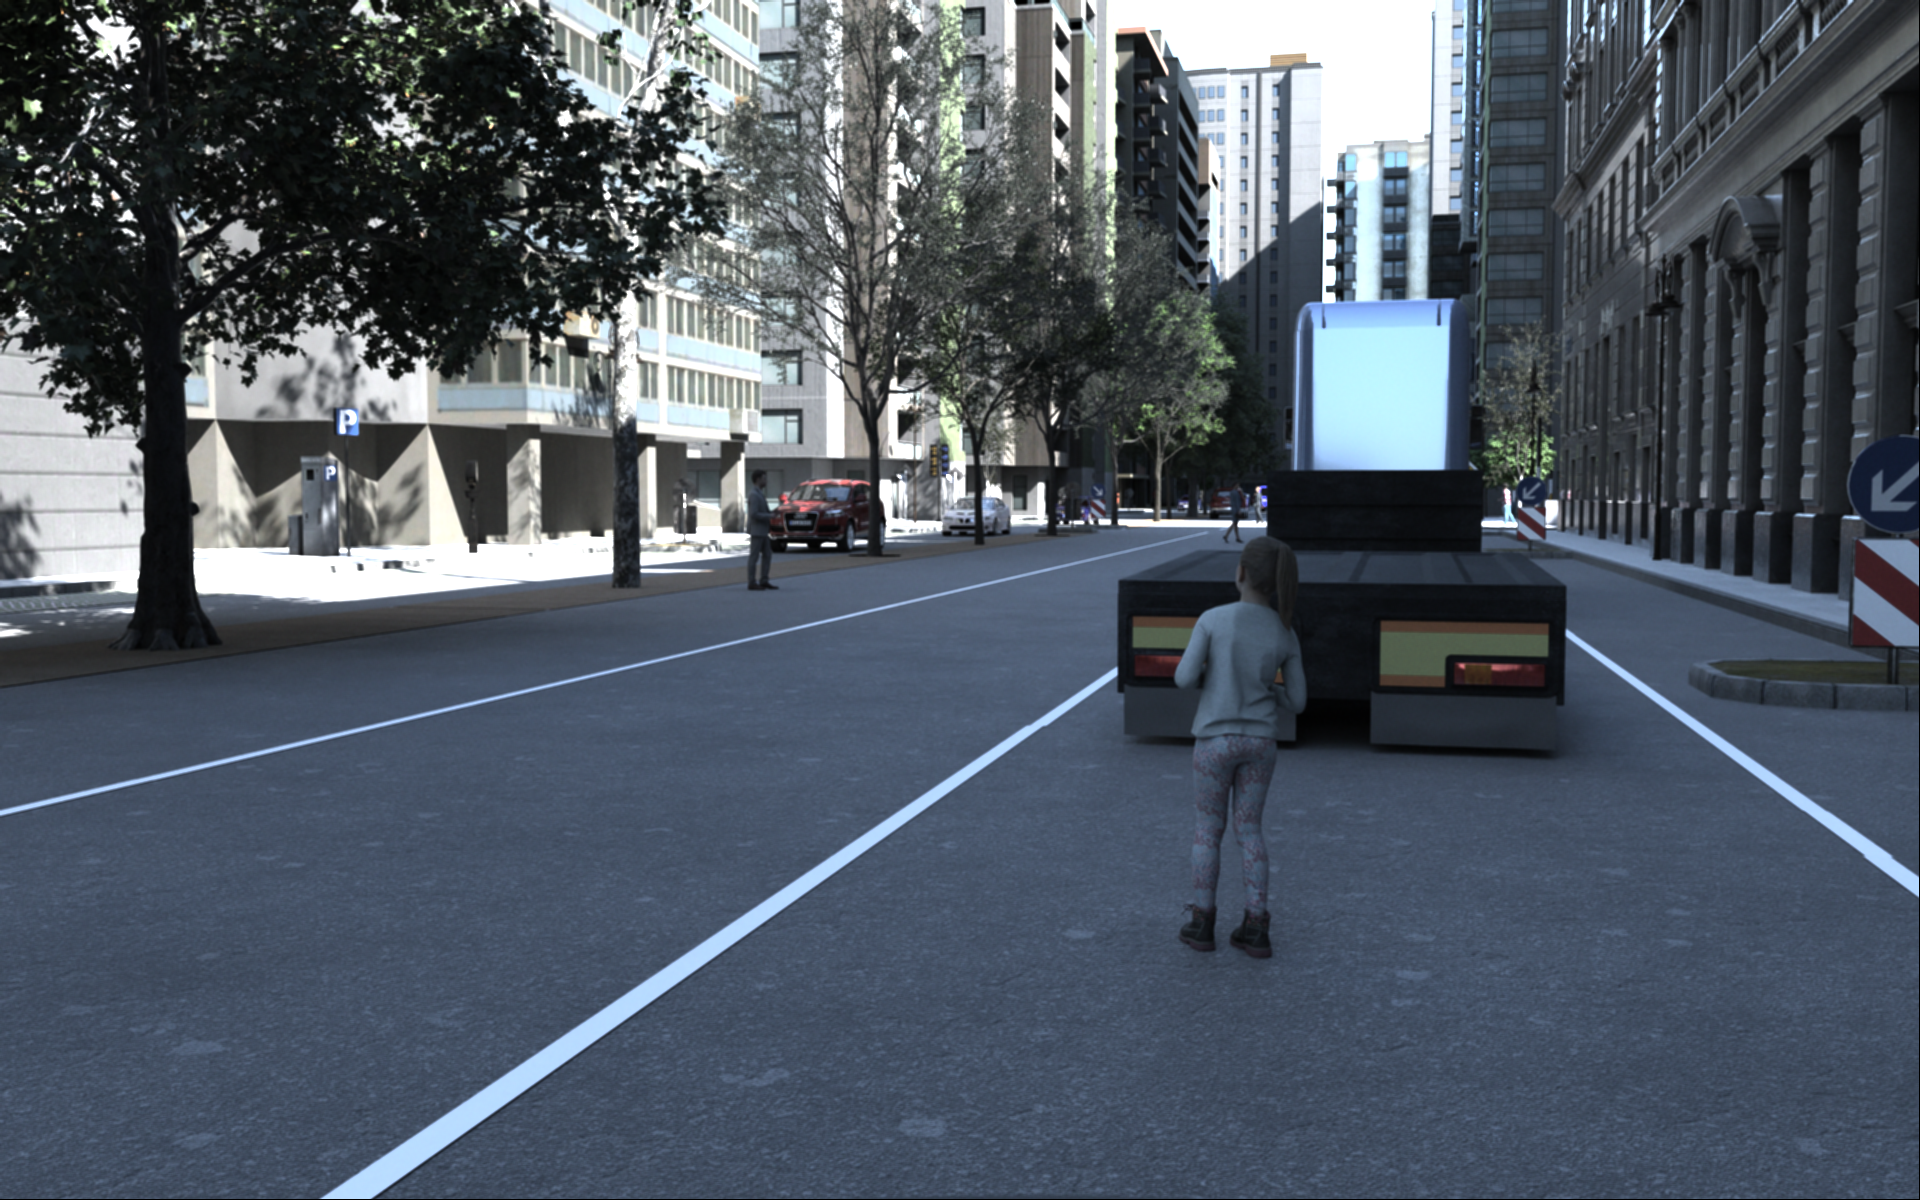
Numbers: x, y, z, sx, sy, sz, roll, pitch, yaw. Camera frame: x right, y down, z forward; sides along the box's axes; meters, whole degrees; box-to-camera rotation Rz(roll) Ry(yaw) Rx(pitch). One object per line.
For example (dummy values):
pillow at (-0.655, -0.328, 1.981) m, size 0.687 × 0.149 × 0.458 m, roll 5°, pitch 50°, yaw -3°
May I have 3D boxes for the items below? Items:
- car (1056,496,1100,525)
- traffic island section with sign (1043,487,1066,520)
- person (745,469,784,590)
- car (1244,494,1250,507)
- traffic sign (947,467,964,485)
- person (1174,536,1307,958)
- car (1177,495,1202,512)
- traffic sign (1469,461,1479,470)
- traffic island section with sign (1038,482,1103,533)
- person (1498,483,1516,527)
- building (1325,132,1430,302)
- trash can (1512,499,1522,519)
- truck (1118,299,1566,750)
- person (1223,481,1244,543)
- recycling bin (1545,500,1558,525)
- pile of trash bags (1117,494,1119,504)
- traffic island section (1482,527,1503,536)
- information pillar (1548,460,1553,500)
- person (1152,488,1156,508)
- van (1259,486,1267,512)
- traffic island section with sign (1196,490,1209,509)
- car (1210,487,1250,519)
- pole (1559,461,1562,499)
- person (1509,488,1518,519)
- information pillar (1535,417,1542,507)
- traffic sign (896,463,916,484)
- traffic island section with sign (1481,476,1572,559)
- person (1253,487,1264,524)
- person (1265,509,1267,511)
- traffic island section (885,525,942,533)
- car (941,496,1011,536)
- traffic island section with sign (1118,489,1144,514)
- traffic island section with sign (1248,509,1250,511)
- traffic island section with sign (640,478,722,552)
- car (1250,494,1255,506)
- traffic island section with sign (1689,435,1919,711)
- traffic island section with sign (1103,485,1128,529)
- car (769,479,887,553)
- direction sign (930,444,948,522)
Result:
car at (5.461, -4.196, 81.182) m, size 1.945 × 1.354 × 3.894 m, roll 1°, pitch 4°, yaw 14°
traffic island section with sign at (5.797, -5.416, 97.183) m, size 1.989 × 1.847 × 2.006 m, roll 1°, pitch 4°, yaw 13°
person at (-2.924, -1.051, 25.877) m, size 0.583 × 1.804 × 0.606 m, roll 0°, pitch 4°, yaw -4°
car at (31.065, -11.110, 191.241) m, size 1.945 × 1.707 × 3.694 m, roll 1°, pitch 4°, yaw 12°
traffic sign at (-0.211, -4.346, 73.252) m, size 0.795 × 2.593 × 0.064 m, roll 1°, pitch 4°, yaw 13°
person at (0.854, 0.449, 5.442) m, size 0.425 × 1.301 × 0.394 m, roll -2°, pitch 4°, yaw -26°
car at (19.032, -7.996, 143.313) m, size 1.945 × 1.354 × 3.894 m, roll 1°, pitch 4°, yaw 14°
traffic sign at (17.870, -3.580, 60.729) m, size 0.795 × 2.593 × 0.064 m, roll 1°, pitch 4°, yaw 13°
traffic island section with sign at (4.075, -3.437, 64.335) m, size 2.006 × 1.907 × 1.989 m, roll 1°, pitch 4°, yaw 13°
person at (21.571, -3.756, 68.286) m, size 0.643 × 1.720 × 0.563 m, roll 3°, pitch 4°, yaw 37°
building at (64.365, -37.418, 231.400) m, size 30.456 × 49.044 × 23.786 m, roll 1°, pitch 4°, yaw 13°
trash can at (29.040, -4.822, 90.500) m, size 0.748 × 1.137 × 0.748 m, roll 0°, pitch 3°, yaw 0°
truck at (4.401, -1.760, 18.535) m, size 2.967 × 4.110 × 18.799 m, roll 1°, pitch 4°, yaw 14°
person at (8.057, -2.597, 50.988) m, size 0.654 × 1.822 × 0.581 m, roll 0°, pitch 4°, yaw 2°
recycling bin at (24.387, -3.578, 71.046) m, size 0.722 × 1.027 × 0.722 m, roll 1°, pitch 4°, yaw 23°
pile of trash bags at (12.192, -8.296, 145.384) m, size 1.912 × 1.369 × 3.447 m, roll -2°, pitch 4°, yaw -34°
traffic island section at (17.895, -2.356, 60.806) m, size 2.009 × 0.180 × 2.903 m, roll 1°, pitch 4°, yaw 13°
information pillar at (32.900, -6.433, 96.540) m, size 0.183 × 3.616 × 0.504 m, roll 0°, pitch 4°, yaw 4°
person at (17.709, -9.243, 157.101) m, size 0.705 × 1.831 × 1.348 m, roll 2°, pitch 4°, yaw 29°
van at (24.829, -8.153, 137.692) m, size 2.240 × 2.365 × 5.245 m, roll 1°, pitch 4°, yaw 14°
traffic island section with sign at (23.690, -10.007, 172.244) m, size 1.989 × 1.847 × 2.006 m, roll 1°, pitch 4°, yaw 13°
car at (15.596, -5.603, 100.284) m, size 2.281 × 1.827 × 5.304 m, roll 1°, pitch 4°, yaw 12°
pole at (33.161, -6.219, 95.521) m, size 0.158 × 3.312 × 0.155 m, roll 0°, pitch 3°, yaw 0°
person at (28.574, -5.091, 89.268) m, size 0.794 × 1.824 × 0.713 m, roll 1°, pitch 4°, yaw 23°
information pillar at (17.660, -3.764, 52.894) m, size 0.183 × 3.616 × 0.504 m, roll 1°, pitch 4°, yaw 13°
traffic sign at (-2.063, -3.871, 65.483) m, size 0.795 × 2.593 × 0.064 m, roll 1°, pitch 4°, yaw 13°
traffic island section with sign at (12.820, -1.884, 39.423) m, size 1.989 × 1.847 × 2.006 m, roll 1°, pitch 4°, yaw 13°
person at (14.198, -4.480, 82.176) m, size 0.534 × 1.772 × 0.576 m, roll 1°, pitch 4°, yaw 13°
person at (26.499, -8.622, 149.990) m, size 0.721 × 1.766 × 1.217 m, roll 0°, pitch 4°, yaw 7°
traffic island section at (-2.088, -2.647, 65.556) m, size 2.009 × 0.180 × 2.903 m, roll 1°, pitch 4°, yaw 13°
car at (0.612, -2.954, 60.657) m, size 2.083 × 1.381 × 4.827 m, roll 1°, pitch 4°, yaw 11°
traffic island section with sign at (12.045, -7.020, 123.407) m, size 1.989 × 1.847 × 2.006 m, roll 1°, pitch 4°, yaw 13°
traffic island section with sign at (23.216, -8.349, 144.639) m, size 2.006 × 1.907 × 1.989 m, roll 1°, pitch 4°, yaw 13°
traffic island section with sign at (-7.060, -2.116, 43.227) m, size 1.989 × 1.847 × 2.006 m, roll 1°, pitch 4°, yaw 13°
car at (36.649, -12.408, 211.903) m, size 2.155 × 1.783 × 4.494 m, roll 1°, pitch 4°, yaw 14°
traffic island section with sign at (6.369, -0.229, 12.377) m, size 1.989 × 1.847 × 2.006 m, roll 1°, pitch 4°, yaw 13°
traffic island section with sign at (5.802, -3.878, 71.538) m, size 2.006 × 1.907 × 1.989 m, roll 1°, pitch 4°, yaw 13°
car at (-3.322, -2.173, 44.207) m, size 2.281 × 1.827 × 5.304 m, roll 1°, pitch 4°, yaw 11°
direction sign at (-0.950, -5.322, 79.006) m, size 0.876 × 3.537 × 0.379 m, roll 1°, pitch 4°, yaw 17°
